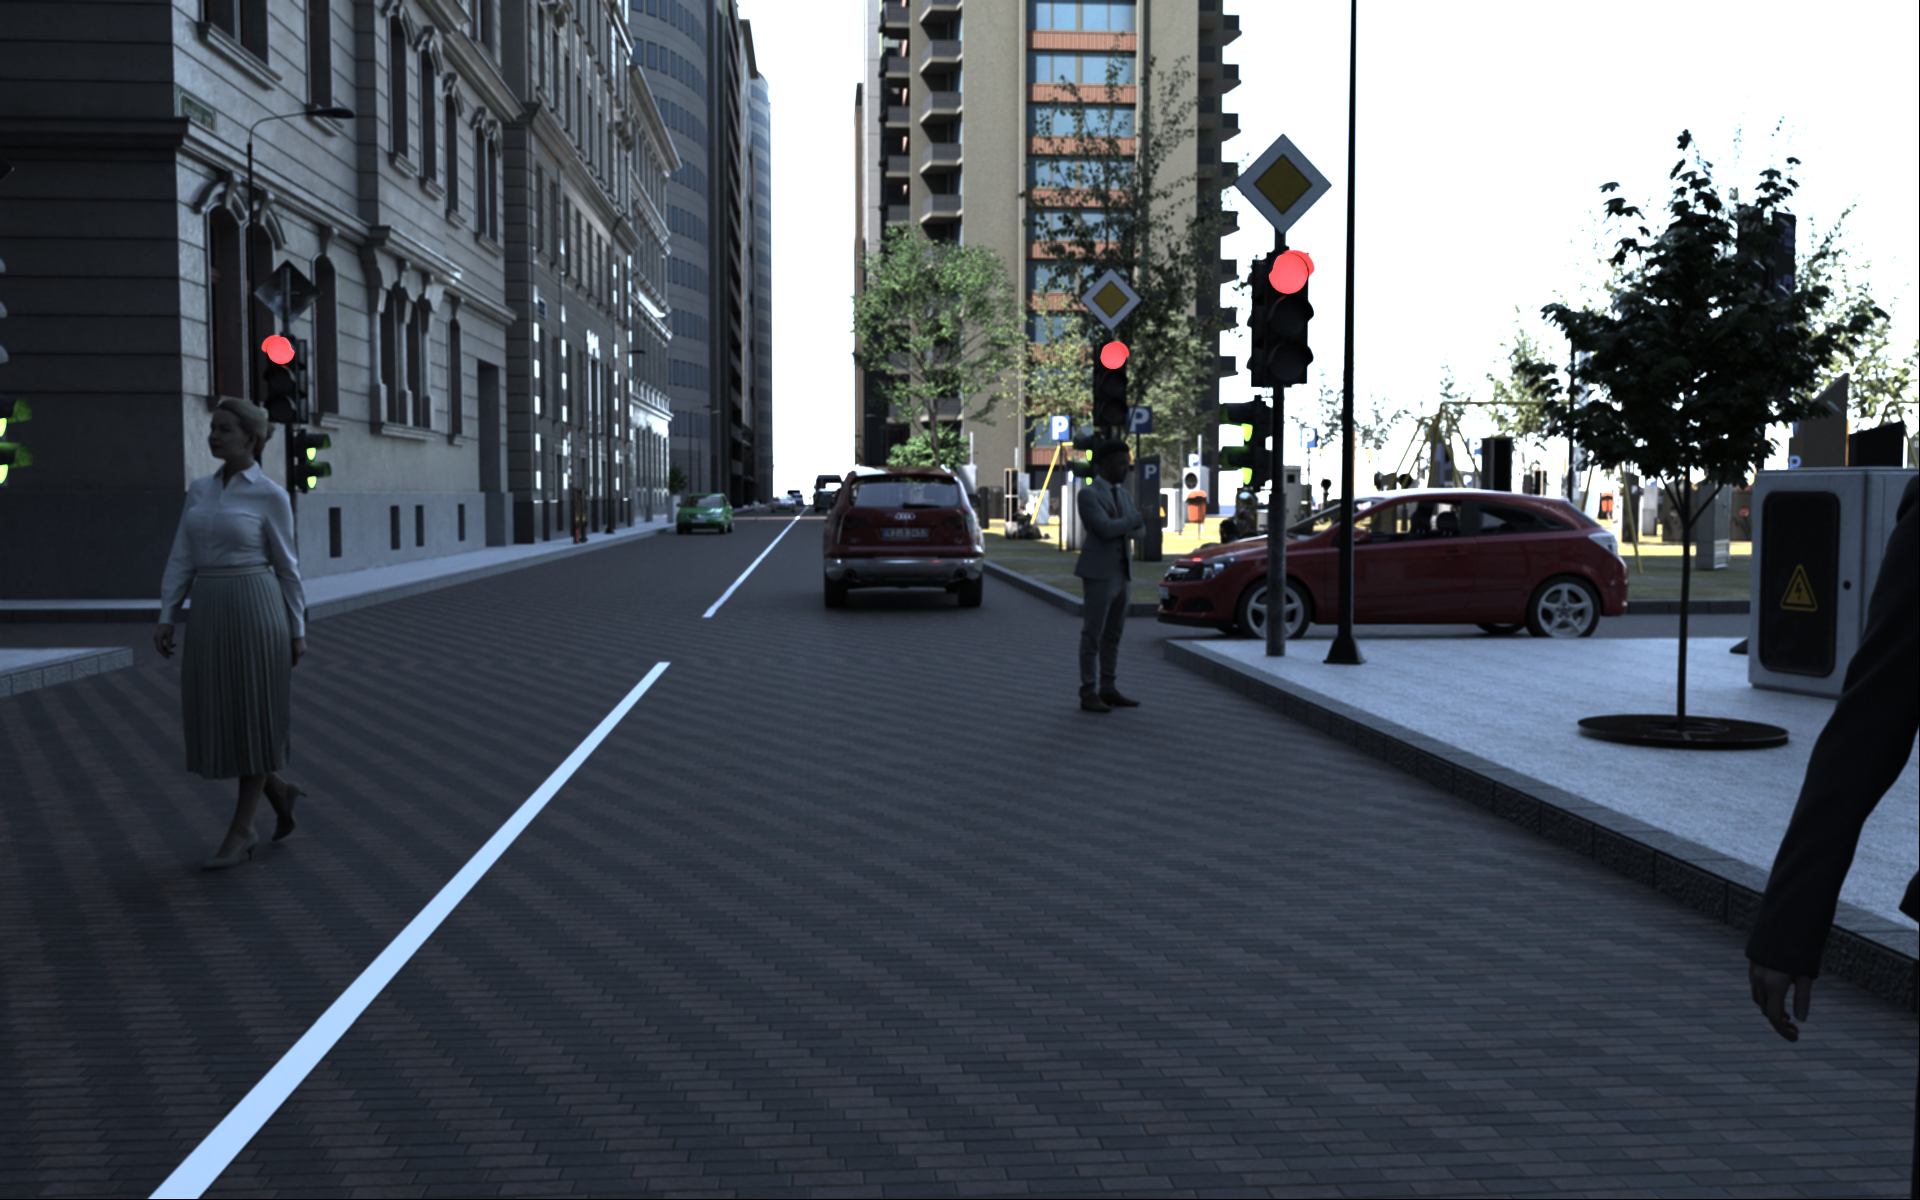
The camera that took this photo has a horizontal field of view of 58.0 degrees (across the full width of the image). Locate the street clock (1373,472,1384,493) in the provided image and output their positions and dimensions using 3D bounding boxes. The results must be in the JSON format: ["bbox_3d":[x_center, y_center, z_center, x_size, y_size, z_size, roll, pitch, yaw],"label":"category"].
[{"bbox_3d":[13.987,-3.260,57.875,0.358,2.002,0.471,3,4,36],"label":"street clock"}]

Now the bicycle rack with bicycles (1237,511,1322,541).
[{"bbox_3d":[6.146,-1.046,30.491,2.925,0.926,2.852,0,4,2],"label":"bicycle rack with bicycles"}]

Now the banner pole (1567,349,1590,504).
[{"bbox_3d":[8.523,-2.072,23.894,0.401,3.779,0.863,3,5,42],"label":"banner pole"}]

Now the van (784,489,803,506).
[{"bbox_3d":[-19.868,-12.396,207.060,2.240,2.365,5.245,0,4,-6],"label":"van"}]

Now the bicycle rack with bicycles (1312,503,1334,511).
[{"bbox_3d":[15.842,-3.644,72.956,2.925,0.926,2.852,-2,4,-33],"label":"bicycle rack with bicycles"}]

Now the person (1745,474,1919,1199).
[{"bbox_3d":[1.291,0.420,2.060,0.576,1.772,0.534,-1,4,-16],"label":"person"}]

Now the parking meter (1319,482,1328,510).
[{"bbox_3d":[18.245,-4.964,86.864,0.399,1.863,0.255,0,4,-4],"label":"parking meter"}]

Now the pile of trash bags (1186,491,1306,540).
[{"bbox_3d":[8.106,-2.406,49.097,3.447,1.369,1.912,0,4,-6],"label":"pile of trash bags"}]

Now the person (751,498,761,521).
[{"bbox_3d":[-10.999,-4.884,93.368,0.505,1.210,0.382,-1,4,-22],"label":"person"}]

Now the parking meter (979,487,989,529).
[{"bbox_3d":[0.873,-3.343,63.072,0.372,1.533,0.369,0,3,0],"label":"parking meter"}]

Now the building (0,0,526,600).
[{"bbox_3d":[-16.457,-14.891,30.865,14.401,28.519,23.554,0,4,-5],"label":"building"}]

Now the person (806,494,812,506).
[{"bbox_3d":[-17.824,-11.824,205.088,1.065,1.426,0.557,3,5,44],"label":"person"}]

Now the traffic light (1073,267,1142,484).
[{"bbox_3d":[1.844,-1.999,21.611,0.839,4.253,0.868,0,4,-5],"label":"traffic light"}]

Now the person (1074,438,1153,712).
[{"bbox_3d":[1.035,-0.173,11.513,0.466,1.800,0.511,2,4,27],"label":"person"}]

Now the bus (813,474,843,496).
[{"bbox_3d":[-12.514,-10.386,164.672,2.948,3.499,13.247,0,4,-5],"label":"bus"}]

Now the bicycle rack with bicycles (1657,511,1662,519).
[{"bbox_3d":[27.868,-3.242,66.390,2.852,0.926,2.925,0,4,-8],"label":"bicycle rack with bicycles"}]

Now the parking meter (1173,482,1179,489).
[{"bbox_3d":[10.220,-4.640,81.569,0.399,1.863,0.255,2,4,25],"label":"parking meter"}]

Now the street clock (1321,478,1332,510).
[{"bbox_3d":[16.790,-4.575,79.371,0.471,2.002,0.358,3,5,44],"label":"street clock"}]

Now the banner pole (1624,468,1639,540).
[{"bbox_3d":[18.869,-3.594,48.779,0.401,3.779,0.863,0,4,-1],"label":"banner pole"}]

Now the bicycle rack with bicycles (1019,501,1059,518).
[{"bbox_3d":[3.933,-4.910,93.662,2.852,0.926,2.925,-2,4,-27],"label":"bicycle rack with bicycles"}]

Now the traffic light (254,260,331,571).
[{"bbox_3d":[-8.033,-1.950,20.796,0.839,4.253,0.868,0,4,-5],"label":"traffic light"}]

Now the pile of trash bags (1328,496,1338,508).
[{"bbox_3d":[21.357,-5.145,93.868,3.447,1.369,1.912,1,4,12],"label":"pile of trash bags"}]

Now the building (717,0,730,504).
[{"bbox_3d":[-24.960,-27.340,130.600,14.154,41.232,14.086,0,4,-5],"label":"building"}]

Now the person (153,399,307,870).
[{"bbox_3d":[-2.820,0.115,6.846,0.478,1.798,0.641,1,4,20],"label":"person"}]

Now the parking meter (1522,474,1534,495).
[{"bbox_3d":[16.790,-2.784,51.234,0.255,1.863,0.399,2,4,32],"label":"parking meter"}]

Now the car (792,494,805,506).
[{"bbox_3d":[-18.967,-11.744,201.604,1.945,1.707,3.694,0,4,-6],"label":"car"}]

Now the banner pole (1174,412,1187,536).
[{"bbox_3d":[6.739,-3.841,52.813,0.401,3.779,0.863,0,4,4],"label":"banner pole"}]

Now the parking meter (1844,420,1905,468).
[{"bbox_3d":[7.274,-0.497,13.832,0.399,1.863,0.255,1,4,13],"label":"parking meter"}]

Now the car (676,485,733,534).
[{"bbox_3d":[-9.324,-3.339,63.391,1.959,1.807,4.718,0,4,-3],"label":"car"}]

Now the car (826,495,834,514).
[{"bbox_3d":[-7.970,-6.302,115.399,2.083,1.381,4.827,0,4,-5],"label":"car"}]

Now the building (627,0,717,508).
[{"bbox_3d":[-26.481,-34.610,107.880,21.231,58.520,28.212,0,4,-5],"label":"building"}]

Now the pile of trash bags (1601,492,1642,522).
[{"bbox_3d":[30.589,-4.161,77.789,3.447,1.369,1.912,2,4,25],"label":"pile of trash bags"}]

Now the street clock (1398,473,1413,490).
[{"bbox_3d":[15.161,-3.331,59.026,0.471,2.002,0.358,0,4,-3],"label":"street clock"}]

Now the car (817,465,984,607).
[{"bbox_3d":[-0.819,-0.910,23.560,2.281,1.827,5.304,0,4,-3],"label":"car"}]

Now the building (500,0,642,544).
[{"bbox_3d":[-17.539,-15.781,55.291,12.463,27.353,25.104,0,4,-5],"label":"building"}]

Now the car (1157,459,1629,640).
[{"bbox_3d":[4.172,-0.484,16.950,4.494,1.783,2.155,0,4,-3],"label":"car"}]

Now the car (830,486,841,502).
[{"bbox_3d":[-5.129,-4.502,82.283,2.281,1.827,5.304,0,4,-5],"label":"car"}]

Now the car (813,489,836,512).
[{"bbox_3d":[-10.479,-7.859,137.163,2.281,1.827,5.304,0,4,-6],"label":"car"}]

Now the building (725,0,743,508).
[{"bbox_3d":[-29.938,-32.085,148.285,21.300,48.544,21.600,0,4,-5],"label":"building"}]

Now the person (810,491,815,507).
[{"bbox_3d":[-16.327,-11.278,192.981,0.705,1.814,1.350,1,4,20],"label":"person"}]

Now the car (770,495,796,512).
[{"bbox_3d":[-14.017,-7.644,137.339,2.083,1.381,4.827,0,4,-5],"label":"car"}]

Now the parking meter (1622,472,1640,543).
[{"bbox_3d":[17.670,-2.440,45.605,0.399,1.863,0.255,-1,4,-21],"label":"parking meter"}]

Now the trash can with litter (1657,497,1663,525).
[{"bbox_3d":[29.307,-3.741,72.548,0.624,1.170,1.055,3,5,43],"label":"trash can with litter"}]

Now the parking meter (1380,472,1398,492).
[{"bbox_3d":[11.278,-2.437,45.557,0.255,1.863,0.399,-3,4,-37],"label":"parking meter"}]

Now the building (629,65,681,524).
[{"bbox_3d":[-19.237,-14.820,78.459,11.583,22.565,21.152,0,4,-5],"label":"building"}]
